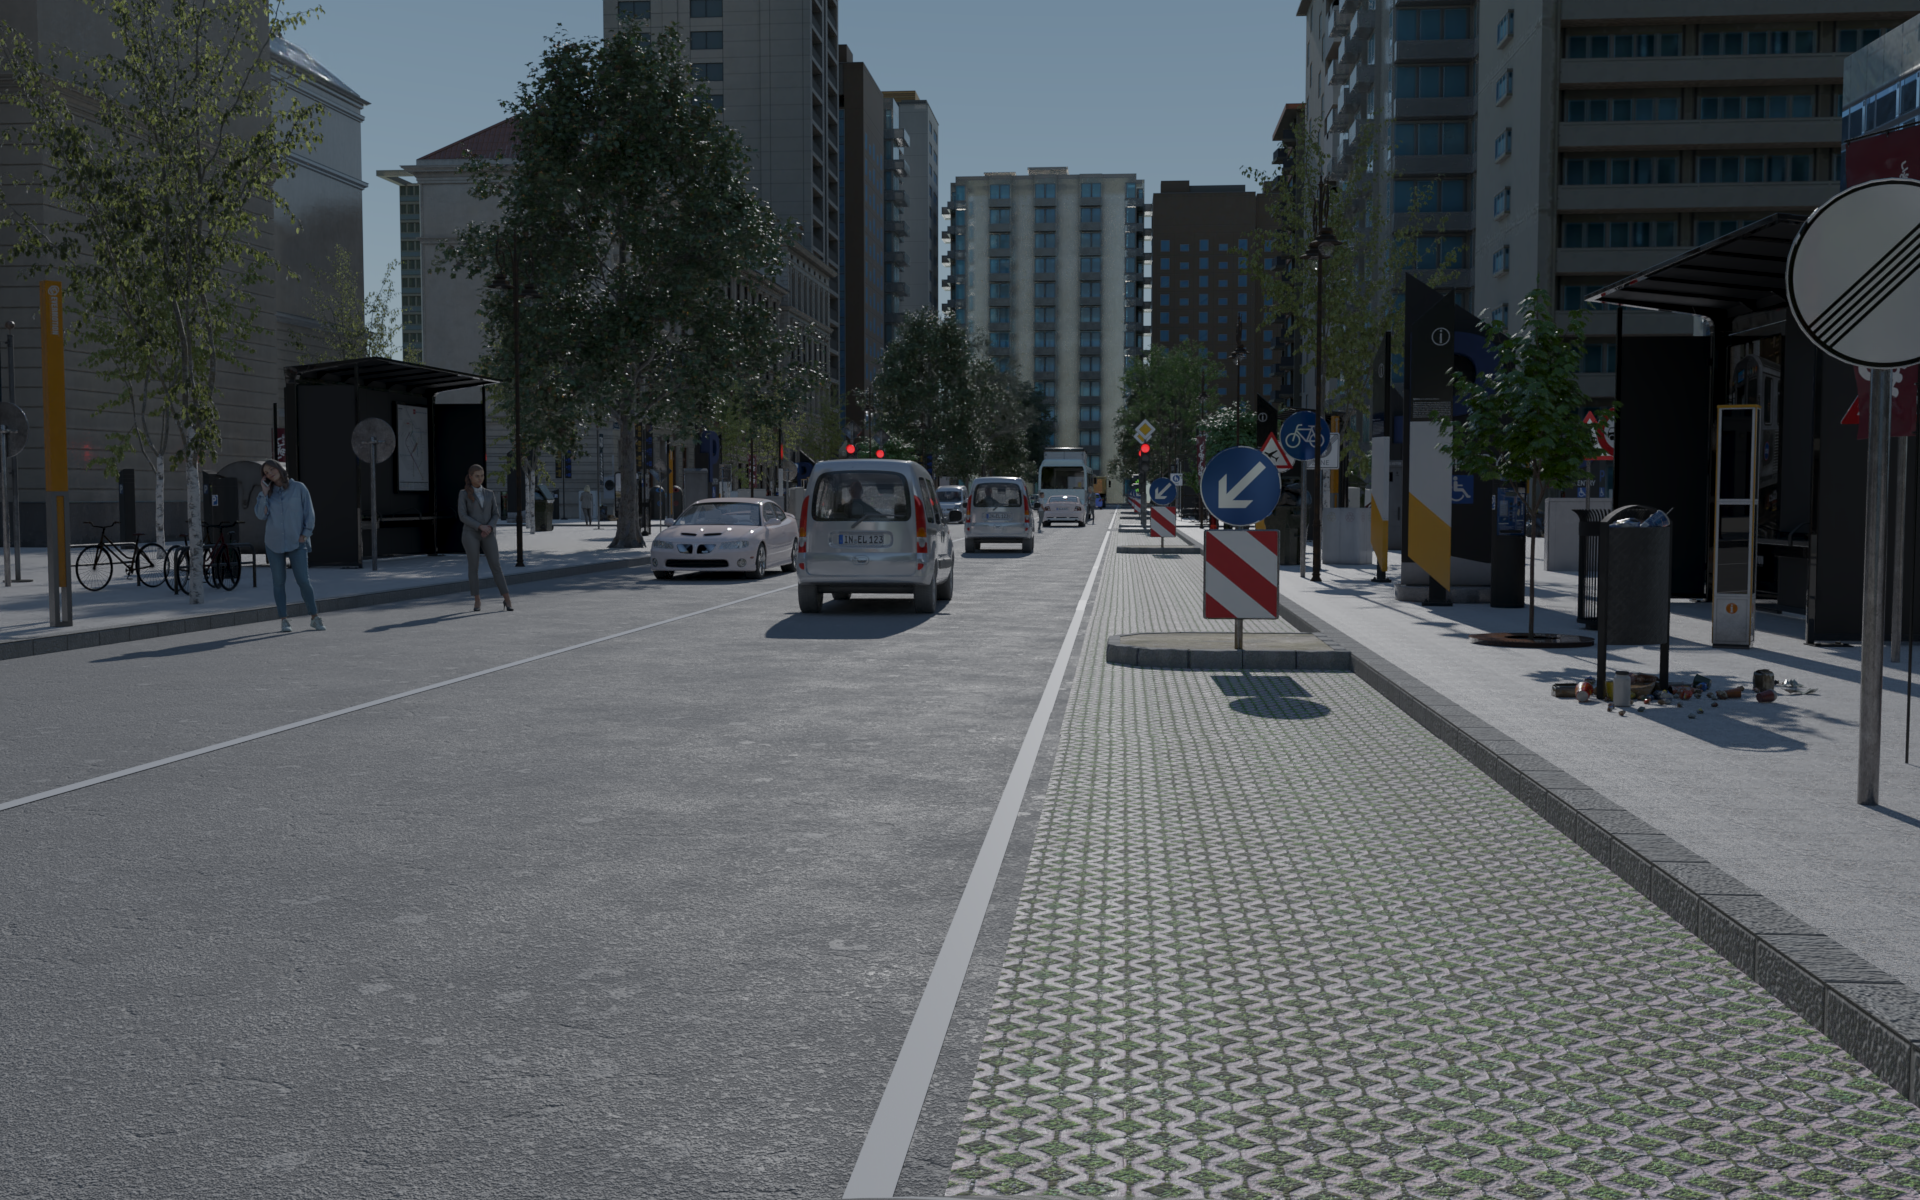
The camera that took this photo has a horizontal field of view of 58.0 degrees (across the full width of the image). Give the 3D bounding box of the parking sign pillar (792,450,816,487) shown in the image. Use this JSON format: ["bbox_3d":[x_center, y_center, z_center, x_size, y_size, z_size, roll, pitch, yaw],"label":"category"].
[{"bbox_3d":[-9.308,-7.151,105.386,1.447,3.967,1.447,2,4,35],"label":"parking sign pillar"}]

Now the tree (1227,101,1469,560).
[{"bbox_3d":[7.293,-5.064,33.163,4.737,8.622,4.395,0,3,0],"label":"tree"}]

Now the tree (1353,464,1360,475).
[{"bbox_3d":[21.201,-6.052,93.558,1.663,3.219,1.824,0,3,0],"label":"tree"}]

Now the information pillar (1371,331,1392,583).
[{"bbox_3d":[6.119,-2.069,25.181,0.183,3.616,0.504,0,4,-8],"label":"information pillar"}]

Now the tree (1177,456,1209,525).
[{"bbox_3d":[10.845,-5.072,77.535,1.663,3.219,1.824,0,3,0],"label":"tree"}]

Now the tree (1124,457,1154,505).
[{"bbox_3d":[23.085,-16.852,209.937,7.601,10.594,8.767,0,4,-3],"label":"tree"}]

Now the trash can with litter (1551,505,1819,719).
[{"bbox_3d":[4.638,0.009,10.917,2.233,1.210,1.678,-1,4,-21],"label":"trash can with litter"}]

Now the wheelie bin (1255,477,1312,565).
[{"bbox_3d":[5.942,-1.433,31.339,0.980,1.594,0.693,-3,4,-37],"label":"wheelie bin"}]

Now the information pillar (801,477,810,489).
[{"bbox_3d":[-7.691,-4.988,86.038,0.304,2.012,0.304,-2,4,-28],"label":"information pillar"}]

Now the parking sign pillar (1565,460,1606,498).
[{"bbox_3d":[22.010,-4.433,60.956,1.447,3.967,1.447,-3,5,-39],"label":"parking sign pillar"}]

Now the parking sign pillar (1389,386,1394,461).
[{"bbox_3d":[11.269,-3.362,43.446,1.447,3.967,1.447,-3,5,-40],"label":"parking sign pillar"}]

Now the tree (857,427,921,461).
[{"bbox_3d":[-3.616,-6.203,85.126,4.285,4.588,4.351,0,3,0],"label":"tree"}]

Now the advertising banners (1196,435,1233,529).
[{"bbox_3d":[7.543,-3.368,51.251,0.090,3.025,2.074,-2,4,-24],"label":"advertising banners"}]

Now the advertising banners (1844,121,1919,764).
[{"bbox_3d":[4.642,-0.702,7.658,0.090,3.025,2.074,-1,4,-14],"label":"advertising banners"}]

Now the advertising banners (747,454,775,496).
[{"bbox_3d":[-8.491,-4.893,76.188,2.074,3.025,0.090,-3,4,-38],"label":"advertising banners"}]

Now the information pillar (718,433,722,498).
[{"bbox_3d":[-9.316,-4.576,66.179,0.504,3.616,0.183,-1,4,-13],"label":"information pillar"}]

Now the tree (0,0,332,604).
[{"bbox_3d":[-9.074,-4.247,19.801,4.360,8.622,3.978,0,3,0],"label":"tree"}]

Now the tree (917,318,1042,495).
[{"bbox_3d":[0.484,-12.830,120.132,12.009,13.543,11.850,0,3,0],"label":"tree"}]

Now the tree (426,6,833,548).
[{"bbox_3d":[-7.955,-7.603,41.314,9.611,12.733,9.660,0,3,0],"label":"tree"}]

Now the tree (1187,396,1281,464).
[{"bbox_3d":[9.354,-4.560,58.275,4.285,4.588,4.351,0,3,0],"label":"tree"}]

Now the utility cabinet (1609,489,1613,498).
[{"bbox_3d":[30.934,-4.461,81.622,0.318,1.500,1.173,3,5,39],"label":"utility cabinet"}]

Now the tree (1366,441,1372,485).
[{"bbox_3d":[21.629,-6.260,86.065,4.285,4.588,4.351,0,3,0],"label":"tree"}]

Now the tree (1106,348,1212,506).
[{"bbox_3d":[15.873,-13.369,135.588,9.611,12.733,9.660,0,3,0],"label":"tree"}]

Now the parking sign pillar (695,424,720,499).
[{"bbox_3d":[-7.803,-3.978,53.506,1.447,3.967,1.447,0,4,8],"label":"parking sign pillar"}]

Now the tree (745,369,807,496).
[{"bbox_3d":[-11.112,-9.268,101.899,4.360,8.622,3.978,0,3,0],"label":"tree"}]

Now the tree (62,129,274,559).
[{"bbox_3d":[-15.834,-5.132,34.267,4.737,8.622,4.395,0,3,0],"label":"tree"}]

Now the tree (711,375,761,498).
[{"bbox_3d":[-13.073,-8.979,97.170,4.737,8.622,4.395,0,3,0],"label":"tree"}]

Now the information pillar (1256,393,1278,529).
[{"bbox_3d":[7.096,-2.985,40.158,0.504,3.616,0.183,1,4,21],"label":"information pillar"}]

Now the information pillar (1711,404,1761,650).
[{"bbox_3d":[6.458,-0.607,14.412,0.304,2.012,0.304,2,4,30],"label":"information pillar"}]

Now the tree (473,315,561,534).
[{"bbox_3d":[-13.663,-6.421,55.353,4.737,8.622,4.395,0,3,0],"label":"tree"}]

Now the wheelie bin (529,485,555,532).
[{"bbox_3d":[-14.398,-3.160,59.571,0.693,1.594,0.980,1,4,11],"label":"wheelie bin"}]

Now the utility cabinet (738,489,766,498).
[{"bbox_3d":[-8.943,-4.018,74.378,1.173,1.500,0.318,-1,4,-17],"label":"utility cabinet"}]

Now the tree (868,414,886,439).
[{"bbox_3d":[-5.691,-11.899,144.902,4.360,8.622,3.978,0,3,0],"label":"tree"}]

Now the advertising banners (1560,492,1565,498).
[{"bbox_3d":[28.573,-5.226,81.634,2.074,3.025,0.090,3,5,39],"label":"advertising banners"}]

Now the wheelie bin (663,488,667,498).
[{"bbox_3d":[-15.916,-5.118,91.595,0.980,1.594,0.693,-1,4,-18],"label":"wheelie bin"}]

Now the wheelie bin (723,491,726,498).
[{"bbox_3d":[-11.902,-4.733,85.297,0.693,1.594,0.980,-1,4,-18],"label":"wheelie bin"}]

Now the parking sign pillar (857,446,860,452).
[{"bbox_3d":[-5.891,-6.482,94.458,1.447,3.967,1.447,2,4,29],"label":"parking sign pillar"}]

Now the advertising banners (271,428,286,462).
[{"bbox_3d":[-18.649,-3.029,45.716,2.074,3.025,0.090,0,4,2],"label":"advertising banners"}]

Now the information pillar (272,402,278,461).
[{"bbox_3d":[-17.594,-3.254,44.554,0.183,3.616,0.504,-2,4,-25],"label":"information pillar"}]

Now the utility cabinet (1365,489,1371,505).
[{"bbox_3d":[19.018,-4.411,80.792,0.318,1.500,1.173,-1,4,-17],"label":"utility cabinet"}]

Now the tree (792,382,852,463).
[{"bbox_3d":[-8.913,-9.999,113.841,4.737,8.622,4.395,0,3,0],"label":"tree"}]

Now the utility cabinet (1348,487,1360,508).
[{"bbox_3d":[12.063,-2.800,54.453,1.173,1.500,0.318,-2,4,-35],"label":"utility cabinet"}]

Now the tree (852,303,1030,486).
[{"bbox_3d":[-1.905,-11.428,103.858,9.611,12.733,9.660,0,3,0],"label":"tree"}]

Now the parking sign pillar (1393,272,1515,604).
[{"bbox_3d":[5.999,-1.980,20.845,1.447,3.967,1.447,1,4,14],"label":"parking sign pillar"}]

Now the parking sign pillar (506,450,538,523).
[{"bbox_3d":[-19.573,-5.444,77.477,1.447,3.967,1.447,0,4,-7],"label":"parking sign pillar"}]

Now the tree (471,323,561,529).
[{"bbox_3d":[-15.820,-6.958,64.131,4.360,8.622,3.978,0,3,0],"label":"tree"}]

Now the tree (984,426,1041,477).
[{"bbox_3d":[6.767,-16.395,202.467,7.601,10.594,8.767,1,4,21],"label":"tree"}]

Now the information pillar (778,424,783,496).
[{"bbox_3d":[-5.865,-3.995,56.669,0.183,3.616,0.504,0,4,1],"label":"information pillar"}]

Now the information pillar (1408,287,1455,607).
[{"bbox_3d":[5.398,-1.739,19.787,0.504,3.616,0.183,1,4,17],"label":"information pillar"}]

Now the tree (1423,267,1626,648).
[{"bbox_3d":[5.035,-1.240,14.868,1.663,3.219,1.824,0,3,0],"label":"tree"}]

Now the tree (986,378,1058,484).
[{"bbox_3d":[6.253,-17.328,189.966,9.857,13.997,8.962,0,3,0],"label":"tree"}]

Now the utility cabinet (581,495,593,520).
[{"bbox_3d":[-18.425,-4.543,85.440,0.306,1.237,1.020,-2,4,-29],"label":"utility cabinet"}]

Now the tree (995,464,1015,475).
[{"bbox_3d":[4.434,-13.536,171.680,4.737,8.622,4.395,0,3,0],"label":"tree"}]

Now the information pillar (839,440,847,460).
[{"bbox_3d":[-5.105,-5.163,75.764,0.504,3.616,0.183,3,5,44],"label":"information pillar"}]

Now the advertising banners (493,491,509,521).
[{"bbox_3d":[-22.735,-5.353,83.706,2.074,3.025,0.090,-1,4,-10],"label":"advertising banners"}]

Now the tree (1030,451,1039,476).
[{"bbox_3d":[1.992,-14.153,148.404,9.611,12.733,9.660,0,3,0],"label":"tree"}]

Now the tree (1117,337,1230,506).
[{"bbox_3d":[14.273,-11.643,116.112,9.928,11.665,9.643,0,3,0],"label":"tree"}]
